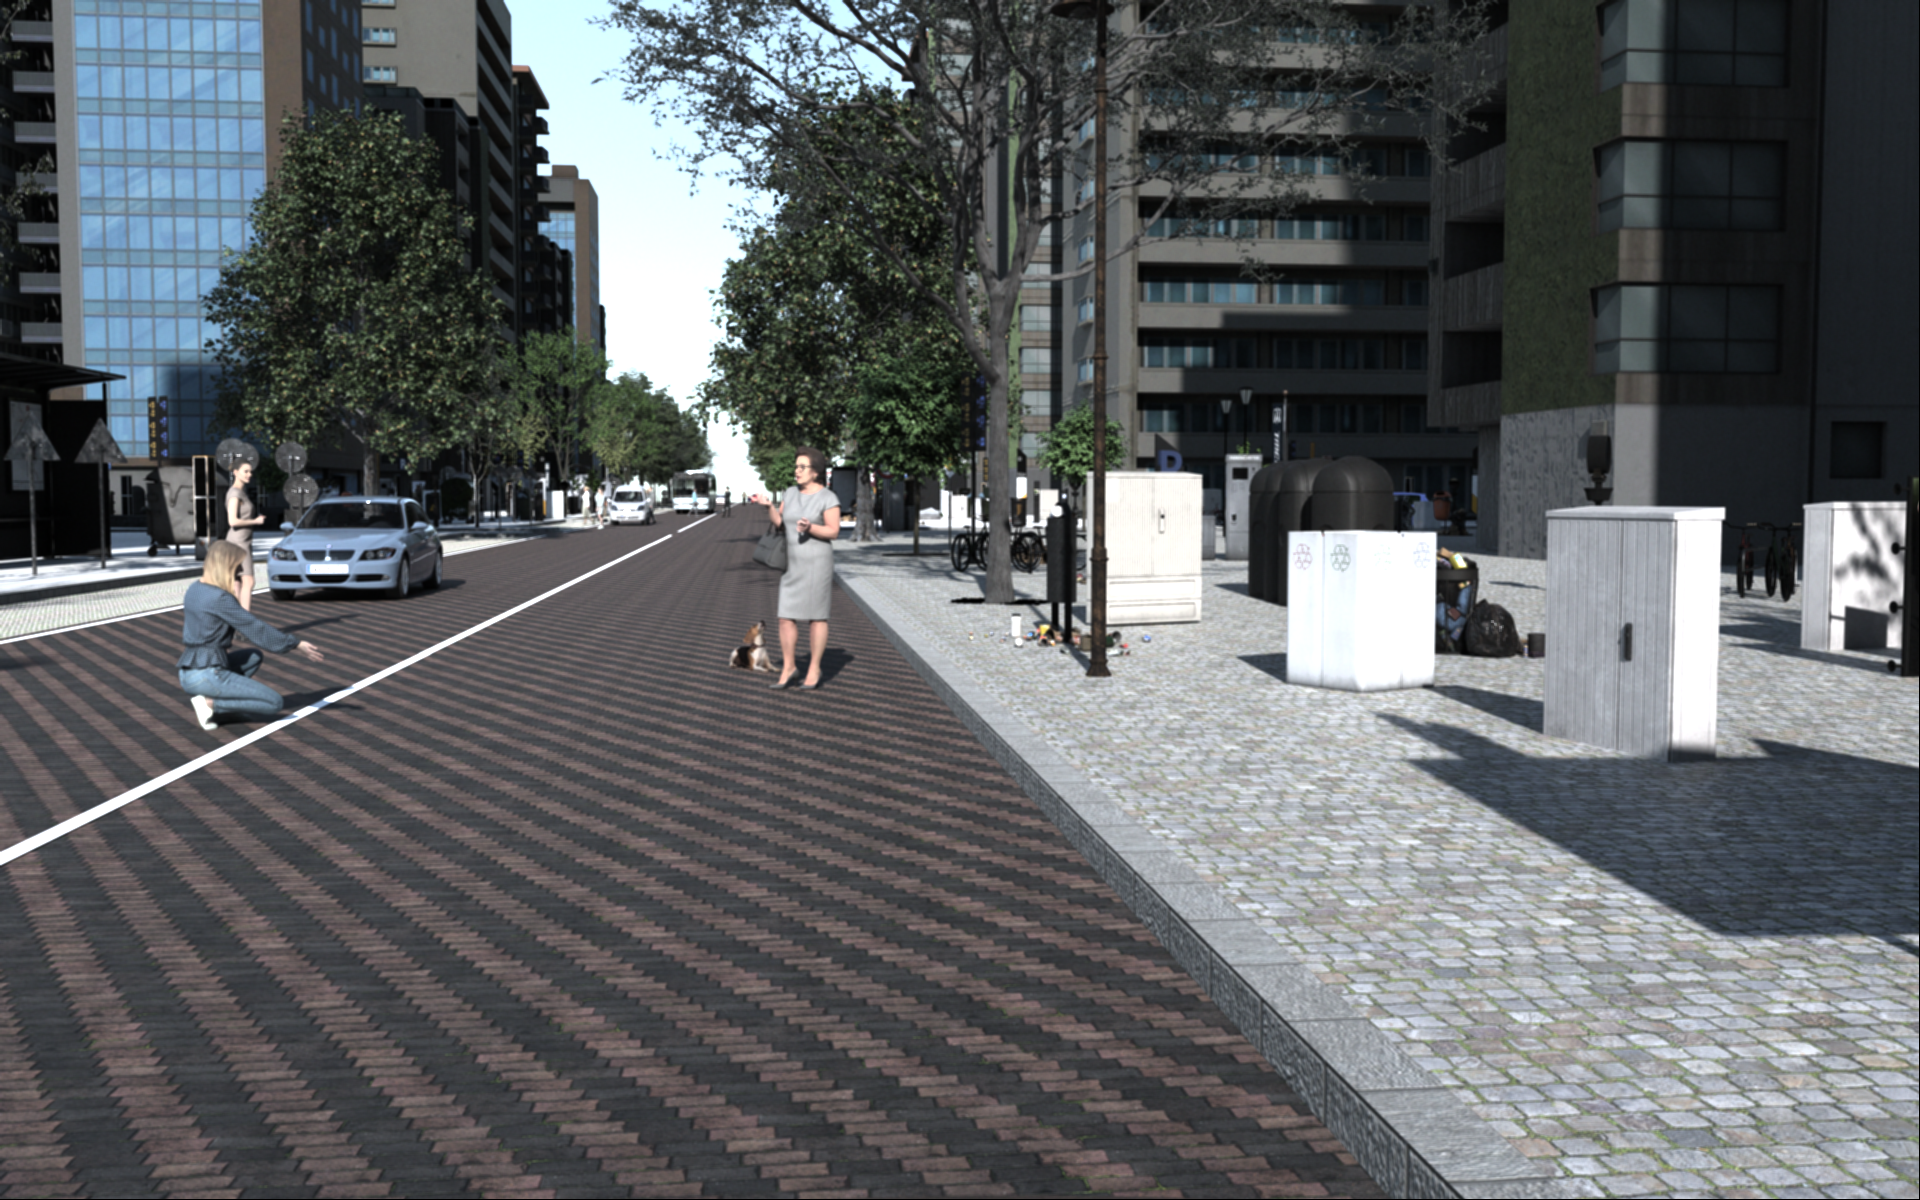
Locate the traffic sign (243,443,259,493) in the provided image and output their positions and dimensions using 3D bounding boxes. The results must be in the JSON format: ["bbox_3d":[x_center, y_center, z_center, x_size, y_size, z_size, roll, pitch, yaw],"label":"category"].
[{"bbox_3d":[-17.710,-2.613,42.830,0.768,2.556,0.104,0,4,3],"label":"traffic sign"}]

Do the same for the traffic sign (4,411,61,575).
[{"bbox_3d":[-14.601,-1.667,27.259,0.884,2.594,0.081,0,4,-1],"label":"traffic sign"}]

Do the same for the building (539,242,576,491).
[{"bbox_3d":[-51.393,-25.928,195.620,14.160,30.474,14.107,0,4,-7],"label":"building"}]

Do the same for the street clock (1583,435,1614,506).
[{"bbox_3d":[7.902,-1.033,21.455,0.358,2.002,0.471,2,4,29],"label":"street clock"}]

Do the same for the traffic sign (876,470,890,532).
[{"bbox_3d":[-2.520,-3.594,58.862,0.768,2.556,0.104,0,4,-3],"label":"traffic sign"}]

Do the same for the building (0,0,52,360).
[{"bbox_3d":[-60.115,-24.199,87.535,23.993,40.220,32.217,0,4,-7],"label":"building"}]

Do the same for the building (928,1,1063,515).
[{"bbox_3d":[4.421,-27.420,131.909,14.154,41.232,14.086,0,4,-7],"label":"building"}]

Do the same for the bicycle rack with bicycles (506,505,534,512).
[{"bbox_3d":[-28.534,-6.120,113.439,2.852,0.926,2.925,3,4,37],"label":"bicycle rack with bicycles"}]

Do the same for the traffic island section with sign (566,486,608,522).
[{"bbox_3d":[-19.059,-4.887,88.536,1.989,1.847,2.006,0,4,-7],"label":"traffic island section with sign"}]

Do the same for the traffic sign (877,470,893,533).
[{"bbox_3d":[-2.364,-3.464,56.738,0.768,2.556,0.104,0,4,2],"label":"traffic sign"}]

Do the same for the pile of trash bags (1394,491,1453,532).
[{"bbox_3d":[14.284,-2.831,56.041,3.447,1.369,1.912,3,5,40],"label":"pile of trash bags"}]

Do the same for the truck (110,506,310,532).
[{"bbox_3d":[-29.792,-4.346,60.823,18.799,4.110,2.967,0,4,-5],"label":"truck"}]

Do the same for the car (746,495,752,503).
[{"bbox_3d":[-35.243,-17.202,293.829,1.945,1.354,3.894,-1,4,-9],"label":"car"}]

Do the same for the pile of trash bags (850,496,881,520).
[{"bbox_3d":[-4.594,-4.727,87.032,1.912,1.369,3.447,-1,4,-19],"label":"pile of trash bags"}]

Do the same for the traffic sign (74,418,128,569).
[{"bbox_3d":[-14.663,-1.809,29.577,0.884,2.594,0.081,0,4,-3],"label":"traffic sign"}]

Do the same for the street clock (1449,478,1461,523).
[{"bbox_3d":[21.999,-4.433,77.050,0.471,2.002,0.358,3,5,41],"label":"street clock"}]

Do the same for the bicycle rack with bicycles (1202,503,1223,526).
[{"bbox_3d":[11.003,-3.459,69.935,2.925,0.926,2.852,2,4,27],"label":"bicycle rack with bicycles"}]

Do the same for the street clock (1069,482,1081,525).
[{"bbox_3d":[4.720,-4.059,70.939,0.471,2.002,0.358,-2,4,-25],"label":"street clock"}]

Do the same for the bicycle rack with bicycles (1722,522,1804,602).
[{"bbox_3d":[10.669,-0.495,21.478,2.852,0.926,2.925,3,4,36],"label":"bicycle rack with bicycles"}]

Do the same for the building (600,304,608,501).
[{"bbox_3d":[-59.316,-29.449,253.196,14.160,30.474,14.107,0,4,-7],"label":"building"}]

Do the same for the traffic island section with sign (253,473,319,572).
[{"bbox_3d":[-12.502,-1.469,32.644,1.989,1.847,2.006,0,4,-7],"label":"traffic island section with sign"}]

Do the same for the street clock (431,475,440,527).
[{"bbox_3d":[-20.167,-3.794,66.601,0.358,2.002,0.471,-1,4,-21],"label":"street clock"}]

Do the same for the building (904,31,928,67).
[{"bbox_3d":[5.894,-31.222,165.102,22.147,44.769,28.867,0,4,-7],"label":"building"}]

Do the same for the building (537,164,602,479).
[{"bbox_3d":[-57.233,-36.003,238.763,14.600,45.320,14.200,0,4,-7],"label":"building"}]

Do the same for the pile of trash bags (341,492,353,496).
[{"bbox_3d":[-25.099,-3.842,72.577,1.912,1.369,3.447,0,4,2],"label":"pile of trash bags"}]

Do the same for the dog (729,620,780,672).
[{"bbox_3d":[-1.652,0.363,14.263,0.550,0.427,0.748,1,4,12],"label":"dog"}]

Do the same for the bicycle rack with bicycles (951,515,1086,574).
[{"bbox_3d":[1.022,-0.959,29.058,2.925,0.926,2.852,-3,5,-39],"label":"bicycle rack with bicycles"}]

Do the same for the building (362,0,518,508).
[{"bbox_3d":[-50.410,-32.074,148.119,21.300,48.544,21.600,0,4,-7],"label":"building"}]

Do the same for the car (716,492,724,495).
[{"bbox_3d":[-33.571,-14.245,242.692,2.009,1.686,4.222,0,4,-7],"label":"car"}]

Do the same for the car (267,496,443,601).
[{"bbox_3d":[-8.594,-0.790,24.911,2.014,1.417,4.499,0,4,-7],"label":"car"}]

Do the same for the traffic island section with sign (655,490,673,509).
[{"bbox_3d":[-28.025,-9.552,164.802,1.989,1.847,2.006,0,4,-7],"label":"traffic island section with sign"}]

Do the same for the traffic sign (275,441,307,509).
[{"bbox_3d":[-16.213,-2.562,41.996,0.768,2.556,0.104,0,4,-3],"label":"traffic sign"}]

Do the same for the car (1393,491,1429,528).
[{"bbox_3d":[16.379,-3.484,66.547,3.694,1.707,1.945,0,4,-7],"label":"car"}]

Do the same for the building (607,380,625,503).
[{"bbox_3d":[-68.259,-26.253,274.269,27.650,21.520,28.899,0,4,-7],"label":"building"}]

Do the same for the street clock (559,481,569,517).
[{"bbox_3d":[-21.884,-5.577,95.761,0.471,2.002,0.358,-1,4,-20],"label":"street clock"}]

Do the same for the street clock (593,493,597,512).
[{"bbox_3d":[-26.443,-7.386,125.328,0.471,2.002,0.358,2,4,29],"label":"street clock"}]

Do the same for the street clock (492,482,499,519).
[{"bbox_3d":[-24.336,-5.281,90.909,0.471,2.002,0.358,-1,4,-12],"label":"street clock"}]

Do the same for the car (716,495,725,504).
[{"bbox_3d":[-31.858,-13.319,230.124,2.083,1.381,4.827,0,4,-6],"label":"car"}]

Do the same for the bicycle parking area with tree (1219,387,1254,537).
[{"bbox_3d":[7.628,-3.797,49.089,9.016,4.147,8.231,1,4,16],"label":"bicycle parking area with tree"}]

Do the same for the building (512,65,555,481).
[{"bbox_3d":[-52.988,-31.730,173.403,22.147,44.769,28.867,0,4,-7],"label":"building"}]

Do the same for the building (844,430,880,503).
[{"bbox_3d":[-3.371,-25.714,265.456,27.650,21.520,28.899,0,4,-7],"label":"building"}]

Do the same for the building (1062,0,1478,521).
[{"bbox_3d":[16.544,-28.572,90.859,21.600,48.544,21.300,0,4,-7],"label":"building"}]

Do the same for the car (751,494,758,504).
[{"bbox_3d":[-28.497,-14.343,243.552,2.155,1.783,4.494,0,4,-7],"label":"car"}]

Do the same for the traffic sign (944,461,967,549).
[{"bbox_3d":[-0.240,-2.400,40.421,0.795,2.450,0.064,0,4,0],"label":"traffic sign"}]

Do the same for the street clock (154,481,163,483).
[{"bbox_3d":[-31.957,-3.958,69.279,0.358,2.002,0.471,1,4,16],"label":"street clock"}]

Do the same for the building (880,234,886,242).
[{"bbox_3d":[1.588,-33.003,194.226,22.147,44.769,28.867,0,4,-7],"label":"building"}]

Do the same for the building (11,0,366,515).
[{"bbox_3d":[-41.251,-27.185,94.582,14.600,45.320,14.200,0,4,-7],"label":"building"}]

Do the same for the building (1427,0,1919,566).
[{"bbox_3d":[17.762,-16.256,37.482,14.160,30.474,14.107,0,4,-7],"label":"building"}]

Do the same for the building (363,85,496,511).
[{"bbox_3d":[-42.229,-21.673,126.050,14.160,30.474,14.107,0,4,-7],"label":"building"}]
